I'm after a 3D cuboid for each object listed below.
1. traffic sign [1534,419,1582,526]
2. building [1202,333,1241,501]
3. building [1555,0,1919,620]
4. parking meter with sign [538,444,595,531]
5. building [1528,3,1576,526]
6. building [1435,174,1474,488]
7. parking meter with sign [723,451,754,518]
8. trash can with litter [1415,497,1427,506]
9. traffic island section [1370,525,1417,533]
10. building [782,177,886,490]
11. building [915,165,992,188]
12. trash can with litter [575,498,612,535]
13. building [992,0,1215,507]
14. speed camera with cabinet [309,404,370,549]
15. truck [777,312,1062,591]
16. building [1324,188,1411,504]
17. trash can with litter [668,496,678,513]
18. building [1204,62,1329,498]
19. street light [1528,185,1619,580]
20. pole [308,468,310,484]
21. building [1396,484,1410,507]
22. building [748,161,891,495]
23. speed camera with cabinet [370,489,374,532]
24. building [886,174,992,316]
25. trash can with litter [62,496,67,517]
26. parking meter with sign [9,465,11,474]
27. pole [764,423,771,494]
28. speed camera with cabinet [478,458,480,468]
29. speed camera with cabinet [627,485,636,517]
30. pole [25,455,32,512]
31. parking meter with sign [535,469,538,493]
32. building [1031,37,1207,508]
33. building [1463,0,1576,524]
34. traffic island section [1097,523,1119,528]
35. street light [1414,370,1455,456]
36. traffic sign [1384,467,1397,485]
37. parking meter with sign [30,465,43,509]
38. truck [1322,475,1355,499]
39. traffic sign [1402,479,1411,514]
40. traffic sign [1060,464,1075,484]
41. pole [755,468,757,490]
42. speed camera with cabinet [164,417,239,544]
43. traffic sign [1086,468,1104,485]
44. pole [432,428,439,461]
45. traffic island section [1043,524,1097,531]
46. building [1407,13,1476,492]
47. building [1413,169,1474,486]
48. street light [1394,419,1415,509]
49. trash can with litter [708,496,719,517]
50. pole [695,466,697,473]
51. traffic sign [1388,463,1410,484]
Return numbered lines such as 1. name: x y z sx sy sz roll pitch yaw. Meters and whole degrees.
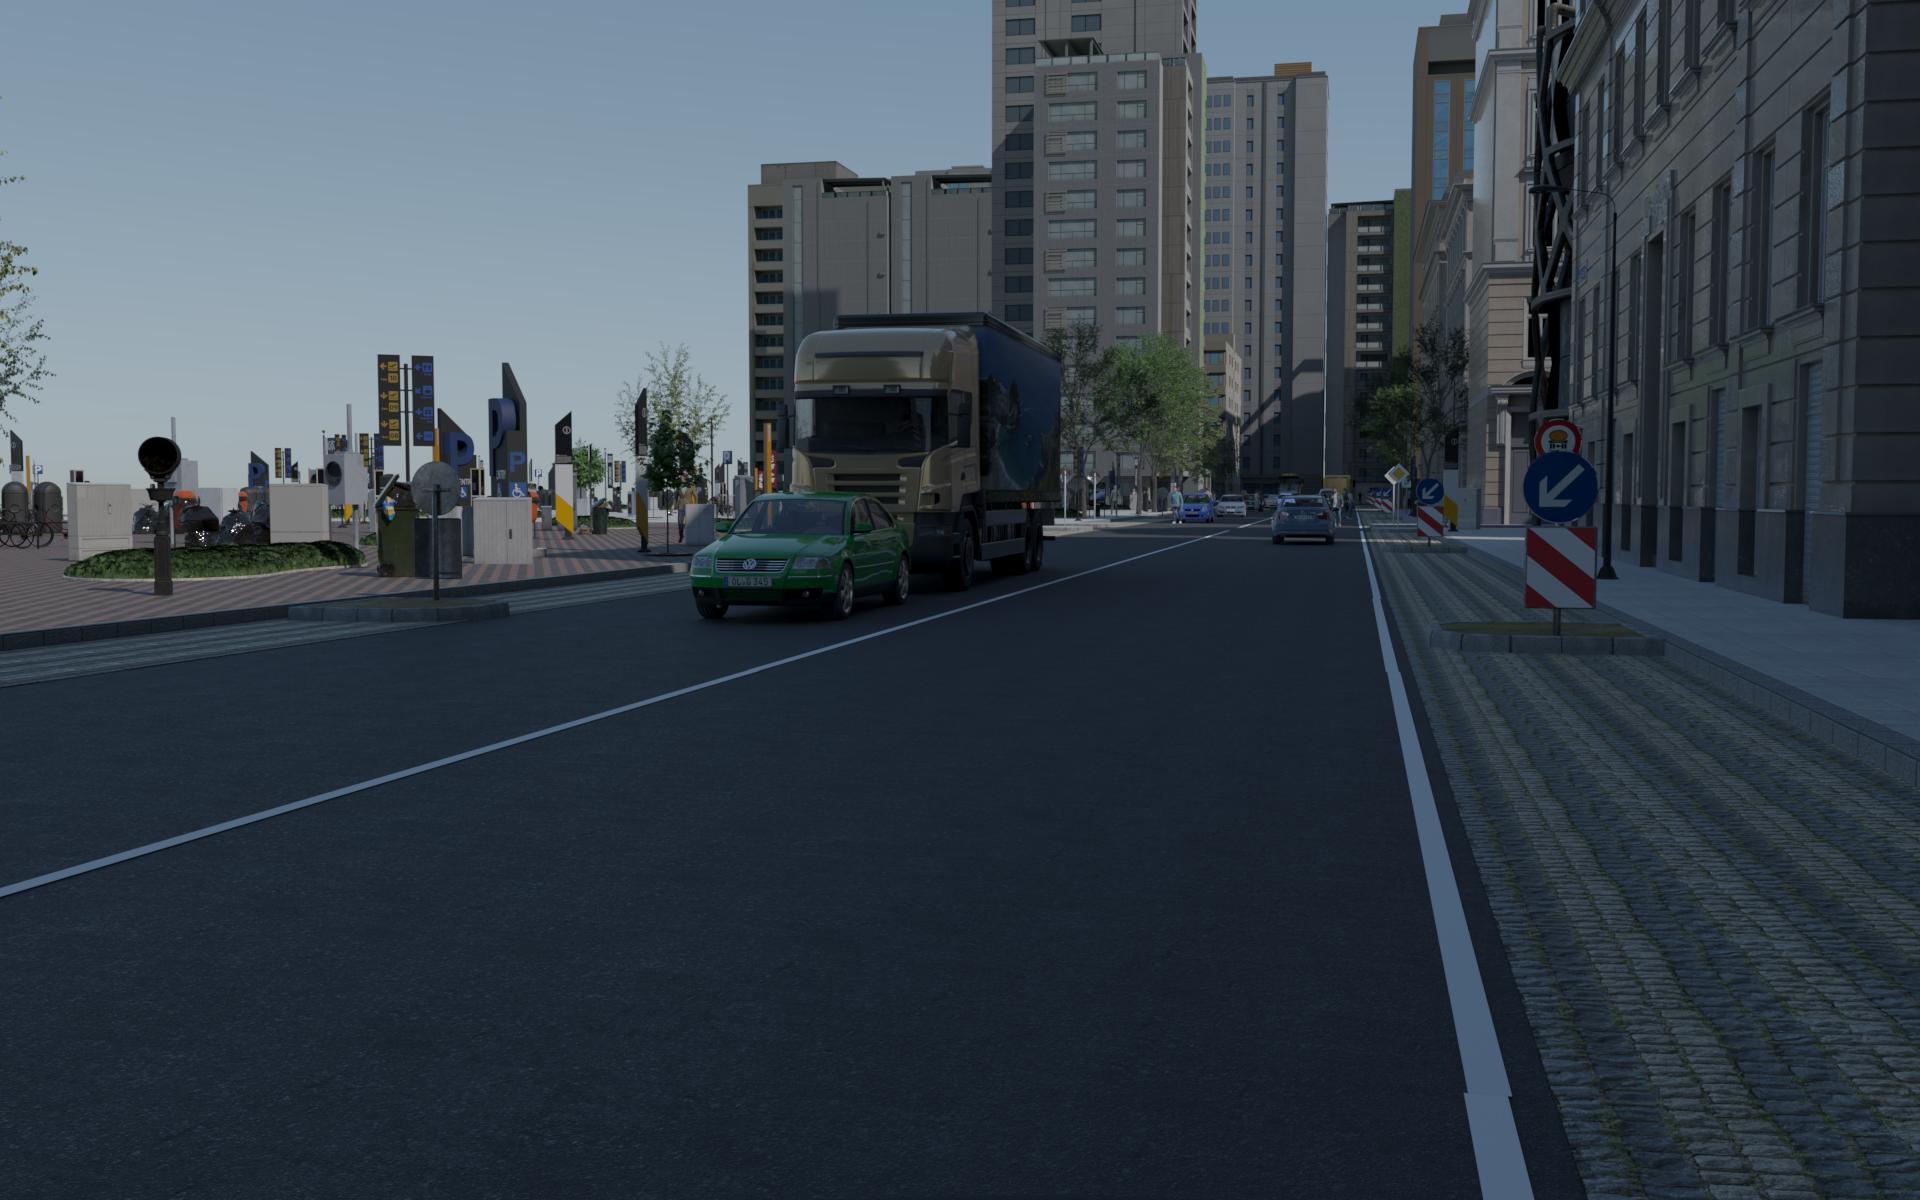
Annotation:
1. traffic sign: 10.134 -1.792 29.405 0.768 2.556 0.104 1 4 15
2. building: 18.968 -22.473 212.466 28.899 21.520 27.650 1 4 13
3. building: 17.255 -14.083 27.524 12.463 27.353 25.104 1 4 13
4. parking meter with sign: -13.774 -3.936 60.622 1.738 3.016 0.543 -1 4 -14
5. building: 26.264 -11.348 52.985 16.820 18.784 16.811 1 4 13
6. building: 34.783 -16.350 103.483 11.583 22.565 21.152 1 4 13
7. parking meter with sign: -8.742 -4.527 70.279 1.738 3.016 0.543 -3 5 -43
8. trash can with litter: 23.317 -4.664 87.649 0.624 1.170 1.055 1 4 15
9. traffic island section: 16.504 -2.618 65.086 2.009 0.180 2.903 1 4 13
10. building: -14.322 -33.169 225.914 14.086 41.232 14.154 1 4 13
11. building: 8.252 -38.568 250.191 30.456 49.044 23.786 1 4 13
12. trash can with litter: -11.629 -2.662 54.911 1.055 1.170 0.624 -2 4 -33
13. building: 15.266 -45.011 174.188 20.563 71.187 20.611 1 4 13
14. speed camera with cabinet: -14.074 -2.684 38.211 2.038 3.252 0.660 2 4 30
15. truck: -0.317 -2.460 29.127 2.839 4.237 11.283 1 4 12
16. building: 56.643 -33.690 234.428 14.086 41.232 14.154 1 4 13
17. trash can with litter: -18.694 -6.390 115.534 2.233 1.210 1.678 1 4 12
18. building: 36.804 -42.815 242.032 28.212 58.520 21.231 1 4 13
19. street light: 9.230 -3.274 26.071 1.470 5.913 1.316 1 4 13
20. pole: -50.672 -8.631 134.953 0.158 3.312 0.155 0 3 0
21. building: 68.184 -31.257 202.925 32.217 40.220 23.993 1 4 13
22. building: -17.466 -38.580 254.477 21.600 48.544 21.300 1 4 13
23. speed camera with cabinet: -19.272 -3.819 56.777 0.660 3.252 2.038 3 4 37
24. building: -0.456 -33.014 223.376 14.086 41.232 14.154 1 4 13
25. trash can with litter: -51.365 -5.369 98.844 1.678 1.210 2.233 -3 4 -38
26. parking meter with sign: -55.767 -6.475 102.134 0.543 3.016 1.738 -2 4 -25
27. pole: -5.562 -3.441 50.106 0.158 3.312 0.155 0 3 0
28. speed camera with cabinet: -26.797 -6.183 95.431 0.660 3.252 2.038 -2 4 -27
29. speed camera with cabinet: -18.339 -6.373 98.527 0.660 3.252 2.038 -2 4 -30
30. pole: -49.204 -5.972 91.491 0.158 3.312 0.155 0 3 0
31. parking meter with sign: -30.341 -7.741 122.819 1.738 3.016 0.543 3 5 44
32. building: 14.625 -28.981 157.427 14.154 41.232 14.086 1 4 13
33. building: 32.982 -17.761 76.295 20.117 28.700 13.634 1 4 13
34. traffic island section: 5.847 -3.267 75.688 2.009 0.180 2.903 1 4 13
35. street light: 17.858 -5.634 64.654 1.470 5.913 1.316 1 4 13
36. traffic sign: 18.247 -4.318 72.796 0.795 2.593 0.064 1 4 13
37. parking meter with sign: -56.131 -6.642 104.865 1.738 3.016 0.543 3 5 42
38. truck: 38.668 -11.101 177.430 3.469 3.379 9.791 1 4 14
39. traffic sign: 28.795 -6.700 111.680 0.606 2.300 0.079 1 4 17
40. traffic sign: 4.104 -4.015 67.828 0.795 2.593 0.064 1 4 13
41. pole: -16.117 -8.752 136.937 0.158 3.312 0.155 0 3 0
42. speed camera with cabinet: -19.452 -3.060 44.367 2.038 3.252 0.660 2 4 23
43. traffic sign: 5.871 -4.491 75.616 0.795 2.593 0.064 1 4 13
44. pole: -16.238 -3.661 53.706 0.158 3.312 0.155 0 3 0
45. traffic island section: 4.079 -2.790 67.900 2.009 0.180 2.903 1 4 13
46. building: 49.606 -31.352 162.721 14.600 45.320 14.200 1 4 13
47. building: 42.139 -18.027 128.025 16.112 22.955 30.059 1 4 13
48. street light: 27.533 -8.235 107.183 1.470 5.913 1.316 1 4 13
49. trash can with litter: -12.650 -4.664 87.648 0.624 1.170 1.055 -3 5 -43
50. pole: -18.892 -7.959 123.979 0.158 3.312 0.155 0 3 0
51. traffic sign: 16.480 -3.842 65.008 0.795 2.593 0.064 1 4 13
